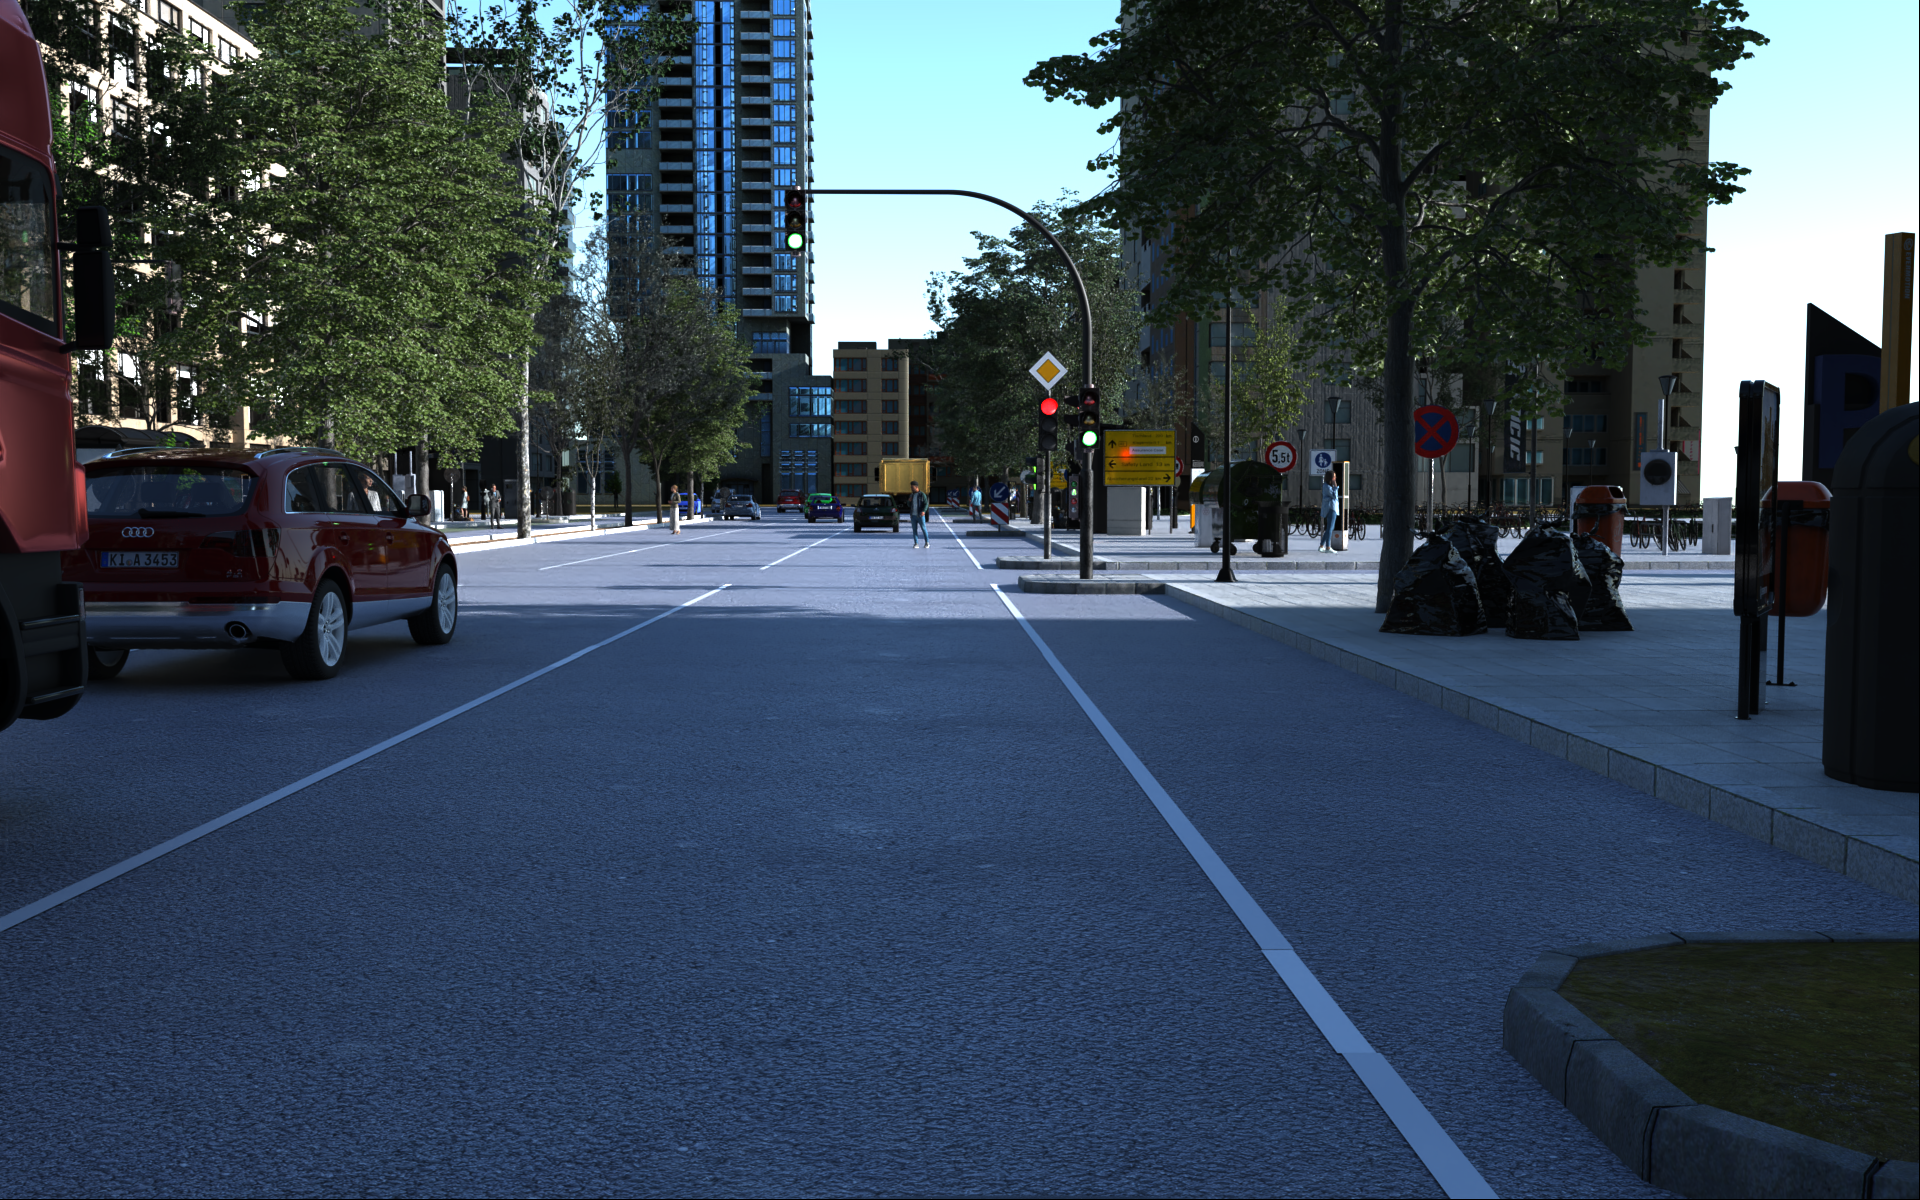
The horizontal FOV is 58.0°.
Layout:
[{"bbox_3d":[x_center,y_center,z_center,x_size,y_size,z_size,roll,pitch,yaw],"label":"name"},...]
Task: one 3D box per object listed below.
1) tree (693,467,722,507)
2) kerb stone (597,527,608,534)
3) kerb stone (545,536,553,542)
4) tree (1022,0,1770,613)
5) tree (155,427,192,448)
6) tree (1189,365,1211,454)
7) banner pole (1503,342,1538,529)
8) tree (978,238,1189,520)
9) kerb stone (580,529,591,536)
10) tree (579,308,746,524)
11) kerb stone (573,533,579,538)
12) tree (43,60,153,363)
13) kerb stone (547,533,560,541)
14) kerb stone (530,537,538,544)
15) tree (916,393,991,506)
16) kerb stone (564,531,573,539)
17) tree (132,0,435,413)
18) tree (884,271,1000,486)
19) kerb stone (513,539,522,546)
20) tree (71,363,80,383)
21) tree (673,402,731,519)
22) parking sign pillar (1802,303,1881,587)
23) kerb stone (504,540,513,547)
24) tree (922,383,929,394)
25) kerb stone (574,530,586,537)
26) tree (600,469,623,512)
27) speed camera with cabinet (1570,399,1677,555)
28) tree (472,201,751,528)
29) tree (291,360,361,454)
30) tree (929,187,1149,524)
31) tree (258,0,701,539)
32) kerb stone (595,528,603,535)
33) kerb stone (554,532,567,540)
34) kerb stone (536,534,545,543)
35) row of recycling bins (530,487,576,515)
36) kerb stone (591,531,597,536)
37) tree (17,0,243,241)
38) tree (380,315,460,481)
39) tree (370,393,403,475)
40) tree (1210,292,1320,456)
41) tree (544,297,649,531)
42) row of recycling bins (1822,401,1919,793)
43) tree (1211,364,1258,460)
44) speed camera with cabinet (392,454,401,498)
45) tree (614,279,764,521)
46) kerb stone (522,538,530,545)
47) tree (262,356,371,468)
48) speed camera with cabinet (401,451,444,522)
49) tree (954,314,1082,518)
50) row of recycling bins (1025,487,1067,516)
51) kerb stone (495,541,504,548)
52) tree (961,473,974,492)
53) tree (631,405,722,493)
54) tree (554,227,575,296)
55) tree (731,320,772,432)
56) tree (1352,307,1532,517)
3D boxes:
[{"bbox_3d":[-24.765,-11.354,169.350,4.285,4.588,4.351,0,3,0],"label":"tree"},{"bbox_3d":[-12.757,-2.408,61.569,0.120,0.150,1.000,0,4,-1],"label":"kerb stone"},{"bbox_3d":[-12.552,-1.844,52.351,0.120,0.150,1.000,0,4,-1],"label":"kerb stone"},{"bbox_3d":[4.519,-6.157,18.800,7.486,12.596,7.792,0,3,0],"label":"tree"},{"bbox_3d":[-22.620,-3.372,49.735,1.663,3.219,1.824,0,3,0],"label":"tree"},{"bbox_3d":[9.691,-8.313,86.273,4.360,8.622,3.978,0,3,0],"label":"tree"},{"bbox_3d":[8.118,-2.139,24.990,0.401,3.779,0.863,-2,4,-23],"label":"banner pole"},{"bbox_3d":[3.500,-6.079,49.750,4.360,8.622,3.978,0,3,0],"label":"tree"},{"bbox_3d":[-12.691,-2.220,58.502,0.120,0.150,1.000,0,4,-1],"label":"kerb stone"},{"bbox_3d":[-14.356,-8.934,82.948,8.767,10.594,7.601,0,4,-1],"label":"tree"},{"bbox_3d":[-12.646,-2.095,56.450,0.120,0.150,1.000,0,4,-1],"label":"kerb stone"},{"bbox_3d":[-22.419,-6.948,39.350,9.928,11.665,9.643,0,3,0],"label":"tree"},{"bbox_3d":[-12.573,-1.904,53.380,0.120,0.150,1.000,0,4,-1],"label":"kerb stone"},{"bbox_3d":[-12.507,-1.715,50.304,0.120,0.150,1.000,0,4,-1],"label":"kerb stone"},{"bbox_3d":[0.926,-16.724,183.803,12.009,13.543,11.850,0,3,0],"label":"tree"},{"bbox_3d":[-12.623,-2.029,55.424,0.120,0.150,1.000,0,4,-1],"label":"kerb stone"},{"bbox_3d":[-13.199,-7.054,35.921,7.486,12.596,7.792,0,3,0],"label":"tree"},{"bbox_3d":[0.006,-17.904,148.625,12.611,20.169,13.585,0,3,0],"label":"tree"},{"bbox_3d":[-12.461,-1.593,48.248,0.120,0.150,1.000,0,4,-1],"label":"kerb stone"},{"bbox_3d":[-32.049,-6.574,57.847,4.737,8.622,4.395,0,3,0],"label":"tree"},{"bbox_3d":[-14.427,-8.797,96.650,4.360,8.622,3.978,0,3,0],"label":"tree"},{"bbox_3d":[12.589,-2.192,24.320,1.447,3.967,1.447,0,4,7],"label":"parking sign pillar"},{"bbox_3d":[-12.444,-1.531,47.226,0.120,0.150,1.000,0,4,-1],"label":"kerb stone"},{"bbox_3d":[2.739,-12.386,109.169,9.857,13.997,8.962,0,3,0],"label":"tree"},{"bbox_3d":[-12.662,-2.155,57.472,0.120,0.150,1.000,0,4,-1],"label":"kerb stone"},{"bbox_3d":[-24.453,-7.864,123.180,1.663,3.219,1.824,0,3,0],"label":"tree"},{"bbox_3d":[13.924,-2.570,36.354,2.038,3.252,0.660,2,4,26],"label":"speed camera with cabinet"},{"bbox_3d":[-13.915,-9.759,72.384,12.009,13.543,11.850,0,3,0],"label":"tree"},{"bbox_3d":[-32.216,-8.449,88.502,4.737,8.622,4.395,0,3,0],"label":"tree"},{"bbox_3d":[3.350,-10.218,73.714,9.857,13.997,8.962,0,3,0],"label":"tree"},{"bbox_3d":[-14.813,-11.977,54.178,12.611,20.169,13.585,0,3,0],"label":"tree"},{"bbox_3d":[-12.733,-2.338,60.547,0.120,0.150,1.000,0,4,-1],"label":"kerb stone"},{"bbox_3d":[-12.594,-1.970,54.402,0.120,0.150,1.000,0,4,-1],"label":"kerb stone"},{"bbox_3d":[-12.531,-1.782,51.329,0.120,0.150,1.000,0,4,-1],"label":"kerb stone"},{"bbox_3d":[-25.252,-6.068,106.319,3.534,1.692,1.069,1,4,9],"label":"row of recycling bins"},{"bbox_3d":[-12.713,-2.280,59.525,0.120,0.150,1.000,0,4,-1],"label":"kerb stone"},{"bbox_3d":[-13.140,-5.216,22.151,8.767,10.594,7.601,0,4,-1],"label":"tree"},{"bbox_3d":[-23.790,-8.327,70.551,7.601,10.594,8.767,0,4,6],"label":"tree"},{"bbox_3d":[-32.231,-8.833,94.785,4.360,8.622,3.978,0,3,0],"label":"tree"},{"bbox_3d":[11.031,-6.867,62.645,4.737,8.622,4.395,0,3,0],"label":"tree"},{"bbox_3d":[-13.643,-6.816,64.268,4.360,8.622,3.978,0,3,0],"label":"tree"},{"bbox_3d":[5.288,0.018,6.818,1.069,1.692,3.534,-3,5,-45],"label":"row of recycling bins"},{"bbox_3d":[14.933,-9.074,98.717,4.360,8.622,3.978,0,3,0],"label":"tree"},{"bbox_3d":[-26.379,-5.322,81.344,0.660,3.252,2.038,-1,4,-11],"label":"speed camera with cabinet"},{"bbox_3d":[-14.193,-10.394,90.522,7.486,12.596,7.792,0,3,0],"label":"tree"},{"bbox_3d":[-12.487,-1.656,49.270,0.120,0.150,1.000,0,4,-1],"label":"kerb stone"},{"bbox_3d":[-30.736,-8.029,81.638,4.360,8.622,3.978,0,3,0],"label":"tree"},{"bbox_3d":[-24.647,-5.219,79.673,2.038,3.252,0.660,2,4,33],"label":"speed camera with cabinet"},{"bbox_3d":[3.526,-10.267,93.618,9.928,11.665,9.643,0,3,0],"label":"tree"},{"bbox_3d":[5.163,-6.075,106.446,1.069,1.692,3.534,3,5,44],"label":"row of recycling bins"},{"bbox_3d":[-12.418,-1.467,46.204,0.120,0.150,1.000,0,4,-1],"label":"kerb stone"},{"bbox_3d":[1.645,-12.761,159.001,4.360,8.622,3.978,0,3,0],"label":"tree"},{"bbox_3d":[-25.290,-15.124,153.932,9.857,13.997,8.962,0,3,0],"label":"tree"},{"bbox_3d":[-13.832,-7.567,44.299,7.486,12.596,7.792,0,3,0],"label":"tree"},{"bbox_3d":[-26.026,-20.079,184.185,12.611,20.169,13.585,0,3,0],"label":"tree"},{"bbox_3d":[23.246,-9.077,82.823,8.767,10.594,7.601,0,4,6],"label":"tree"}]
